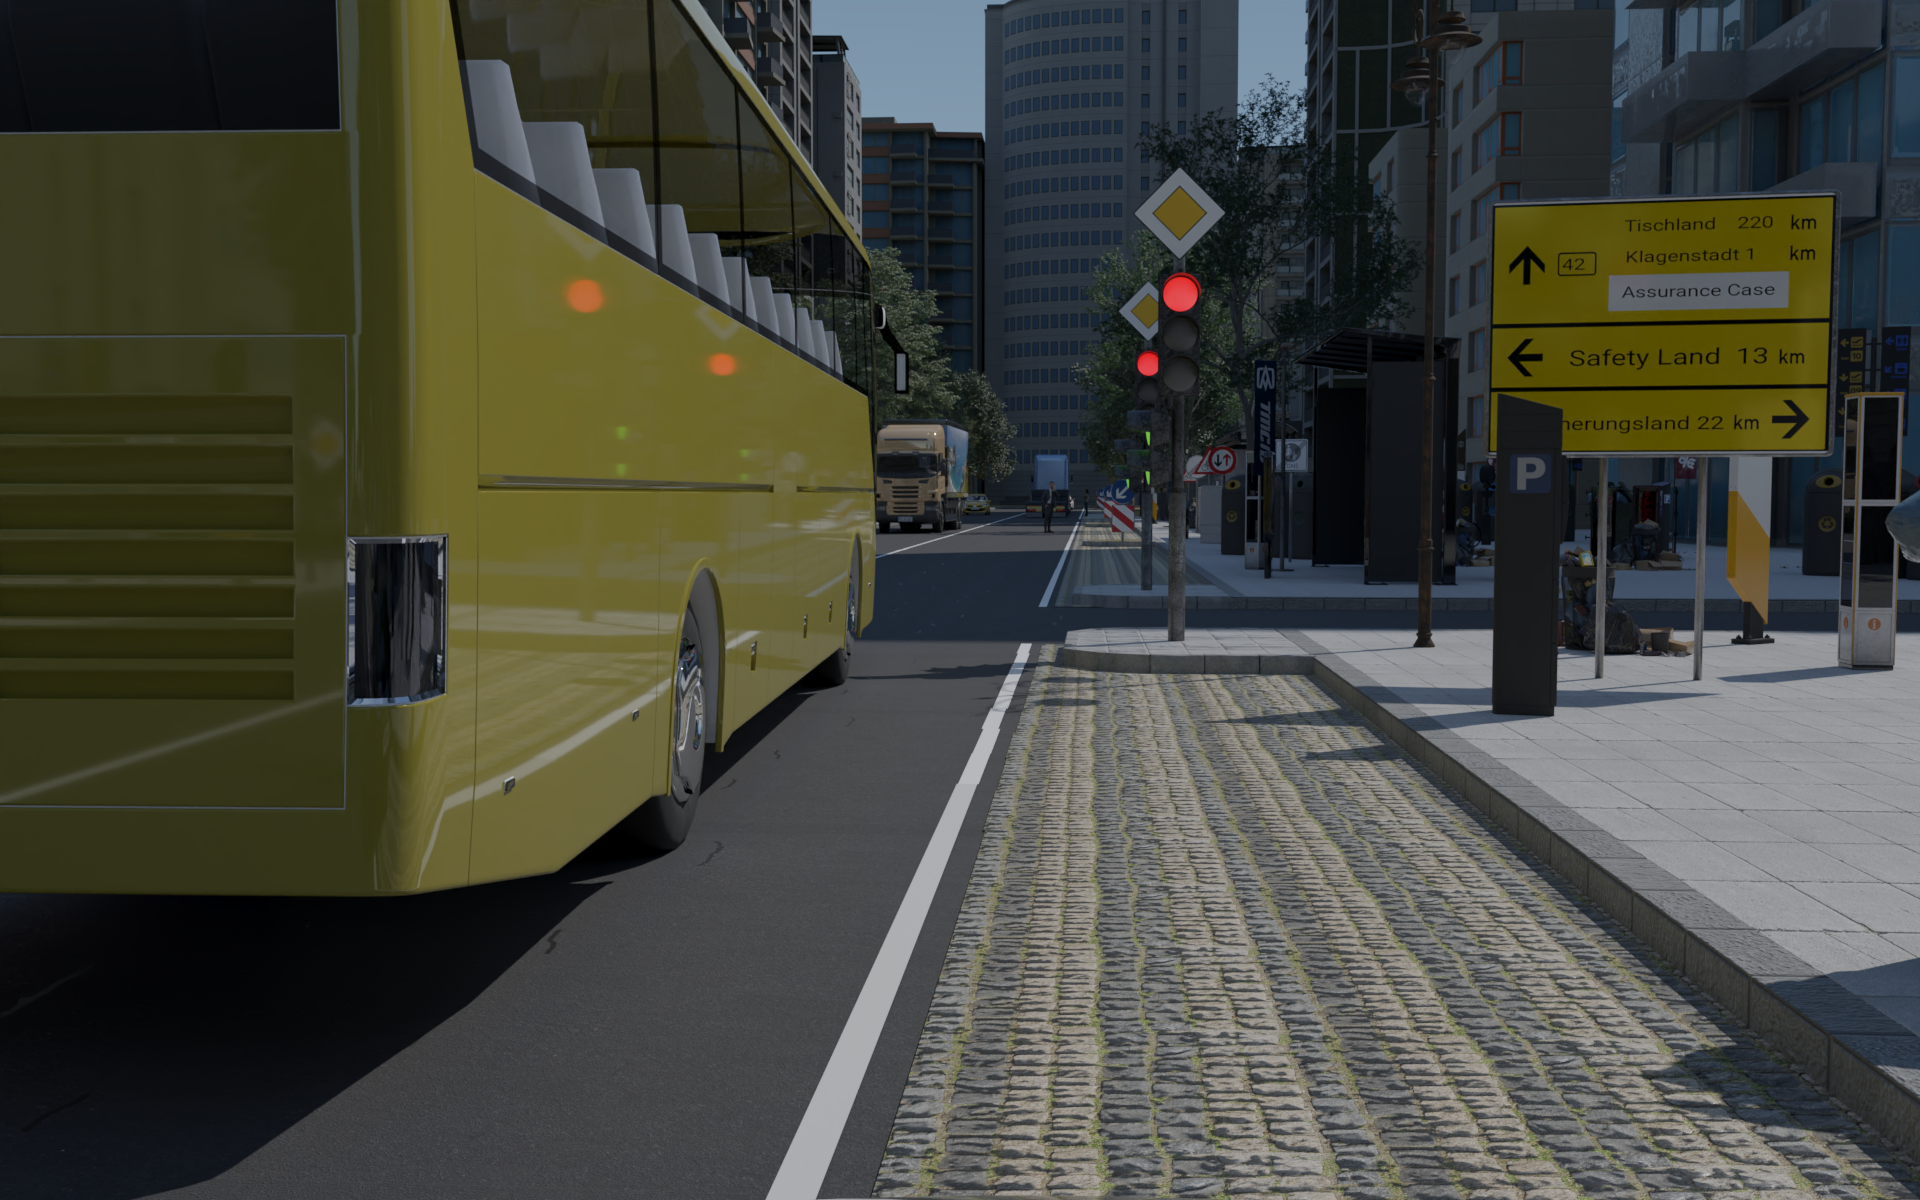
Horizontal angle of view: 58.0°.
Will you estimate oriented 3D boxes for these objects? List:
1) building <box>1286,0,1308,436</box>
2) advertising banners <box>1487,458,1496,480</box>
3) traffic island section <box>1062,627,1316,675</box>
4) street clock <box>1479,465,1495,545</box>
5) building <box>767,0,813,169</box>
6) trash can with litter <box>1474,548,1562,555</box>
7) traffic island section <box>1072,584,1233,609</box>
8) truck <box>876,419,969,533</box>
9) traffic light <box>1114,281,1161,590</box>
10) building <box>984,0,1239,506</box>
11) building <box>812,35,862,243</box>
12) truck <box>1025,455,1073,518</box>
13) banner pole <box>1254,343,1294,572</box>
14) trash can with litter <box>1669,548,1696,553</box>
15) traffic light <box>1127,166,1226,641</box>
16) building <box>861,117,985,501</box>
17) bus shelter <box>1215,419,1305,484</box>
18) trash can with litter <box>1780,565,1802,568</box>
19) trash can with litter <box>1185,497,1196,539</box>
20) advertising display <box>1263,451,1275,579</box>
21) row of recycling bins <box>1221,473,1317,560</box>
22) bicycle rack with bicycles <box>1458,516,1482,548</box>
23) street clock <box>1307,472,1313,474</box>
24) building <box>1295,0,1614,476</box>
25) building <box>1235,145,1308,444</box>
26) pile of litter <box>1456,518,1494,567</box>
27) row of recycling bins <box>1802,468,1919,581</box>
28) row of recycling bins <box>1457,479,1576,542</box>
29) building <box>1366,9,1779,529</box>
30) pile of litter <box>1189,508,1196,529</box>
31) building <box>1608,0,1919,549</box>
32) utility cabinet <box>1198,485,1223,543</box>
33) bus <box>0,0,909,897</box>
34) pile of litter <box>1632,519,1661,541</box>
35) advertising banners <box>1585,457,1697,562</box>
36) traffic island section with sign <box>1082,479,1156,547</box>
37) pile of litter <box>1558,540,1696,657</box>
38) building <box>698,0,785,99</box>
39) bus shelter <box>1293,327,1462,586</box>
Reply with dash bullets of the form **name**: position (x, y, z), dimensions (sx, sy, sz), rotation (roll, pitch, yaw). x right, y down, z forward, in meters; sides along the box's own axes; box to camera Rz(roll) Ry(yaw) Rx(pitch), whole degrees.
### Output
- **building**: position (37.358, -50.832, 143.776), dimensions (22.319, 86.520, 31.000), rotation (0, 4, 4)
- **advertising banners**: position (18.287, -3.960, 60.939), dimensions (0.090, 3.025, 2.074), rotation (-1, 4, -11)
- **traffic island section**: position (1.912, 0.436, 15.145), dimensions (2.009, 0.180, 2.903), rotation (0, 4, 4)
- **street clock**: position (13.253, -2.385, 43.572), dimensions (0.358, 2.002, 0.471), rotation (3, 5, 40)
- **building**: position (-20.469, -42.835, 138.605), dimensions (20.563, 71.187, 20.611), rotation (0, 4, 4)
- **trash can with litter**: position (11.421, -1.530, 36.072), dimensions (2.233, 1.210, 1.678), rotation (2, 4, 26)
- **traffic island section**: position (2.510, -0.051, 23.107), dimensions (2.009, 0.180, 2.903), rotation (0, 4, 4)
- **truck**: position (-1.447, -4.784, 67.127), dimensions (2.839, 4.237, 11.283), rotation (0, 4, 6)
- **traffic light**: position (2.471, -2.084, 22.996), dimensions (0.839, 4.253, 0.868), rotation (0, 4, 4)
- **building**: position (17.132, -40.324, 201.297), dimensions (28.212, 58.520, 21.231), rotation (0, 4, 4)
- **building**: position (-16.315, -29.011, 157.928), dimensions (14.086, 41.232, 14.154), rotation (0, 4, 4)
- **truck**: position (5.812, -7.523, 112.758), dimensions (2.967, 4.110, 18.799), rotation (0, 4, 4)
- **banner pole**: position (5.161, -2.360, 28.611), dimensions (0.863, 3.779, 0.401), rotation (-2, 4, -30)
- **trash can with litter**: position (15.446, -1.687, 38.640), dimensions (1.678, 1.210, 2.233), rotation (1, 4, 17)
- **traffic light**: position (1.873, -1.597, 15.034), dimensions (0.839, 4.253, 0.868), rotation (0, 4, 4)
- **building**: position (-11.298, -33.616, 204.244), dimensions (28.867, 44.769, 22.147), rotation (0, 4, 4)
- **bus shelter**: position (8.451, -3.384, 49.249), dimensions (2.014, 3.302, 5.546), rotation (0, 4, 4)
- **trash can with litter**: position (15.286, -1.136, 29.633), dimensions (2.233, 1.210, 1.678), rotation (2, 4, 28)
- **trash can with litter**: position (6.319, -2.316, 49.251), dimensions (0.624, 1.170, 1.055), rotation (1, 4, 10)
- **advertising display**: position (4.743, -1.307, 26.584), dimensions (0.123, 1.923, 0.974), rotation (1, 4, 13)
- **row of recycling bins**: position (6.478, -1.732, 35.433), dimensions (1.069, 1.692, 3.534), rotation (-1, 4, -21)
- **bicycle rack with bicycles**: position (10.769, -1.673, 40.732), dimensions (2.925, 0.926, 2.852), rotation (0, 4, 6)
- **street clock**: position (11.457, -3.167, 56.353), dimensions (0.471, 2.002, 0.358), rotation (1, 4, 16)
- **building**: position (33.188, -41.619, 118.726), dimensions (20.563, 71.187, 20.611), rotation (0, 4, 4)
- **building**: position (38.329, -31.398, 196.944), dimensions (14.086, 41.232, 14.154), rotation (0, 4, 4)
- **pile of litter**: position (9.334, -1.055, 31.222), dimensions (1.719, 0.858, 1.176), rotation (-3, 5, -44)
- **row of recycling bins**: position (14.354, -1.163, 26.130), dimensions (1.069, 1.692, 3.534), rotation (-2, 4, -25)
- **row of recycling bins**: position (14.863, -2.446, 47.098), dimensions (3.534, 1.692, 1.069), rotation (1, 4, 8)
- **building**: position (34.108, -14.108, 75.705), dimensions (27.650, 21.520, 28.899), rotation (0, 4, 4)
- **pile of litter**: position (8.850, -3.092, 64.527), dimensions (1.176, 0.858, 1.719), rotation (0, 4, -2)
- **building**: position (32.640, -25.925, 43.489), dimensions (30.456, 49.044, 23.786), rotation (0, 4, 4)
- **utility cabinet**: position (6.804, -2.202, 44.684), dimensions (1.173, 1.500, 0.318), rotation (2, 4, 35)
- **bus**: position (-2.164, -1.117, 9.810), dimensions (2.896, 3.916, 12.252), rotation (0, 4, 2)
- **pile of litter**: position (11.721, -0.939, 29.322), dimensions (1.719, 0.858, 1.176), rotation (1, 4, 21)
- **advertising banners**: position (12.434, -2.155, 31.428), dimensions (2.074, 3.025, 0.090), rotation (0, 4, 4)
- **traffic island section with sign**: position (4.360, -2.386, 47.637), dimensions (1.989, 1.847, 2.006), rotation (0, 4, 4)
- **pile of litter**: position (5.403, -0.029, 14.432), dimensions (1.176, 0.858, 1.719), rotation (0, 4, -4)
- **building**: position (-23.766, -28.151, 114.896), dimensions (22.147, 44.769, 28.867), rotation (0, 4, 4)
- **bus shelter**: position (6.465, -2.209, 27.396), dimensions (1.731, 3.624, 6.357), rotation (0, 4, 4)
